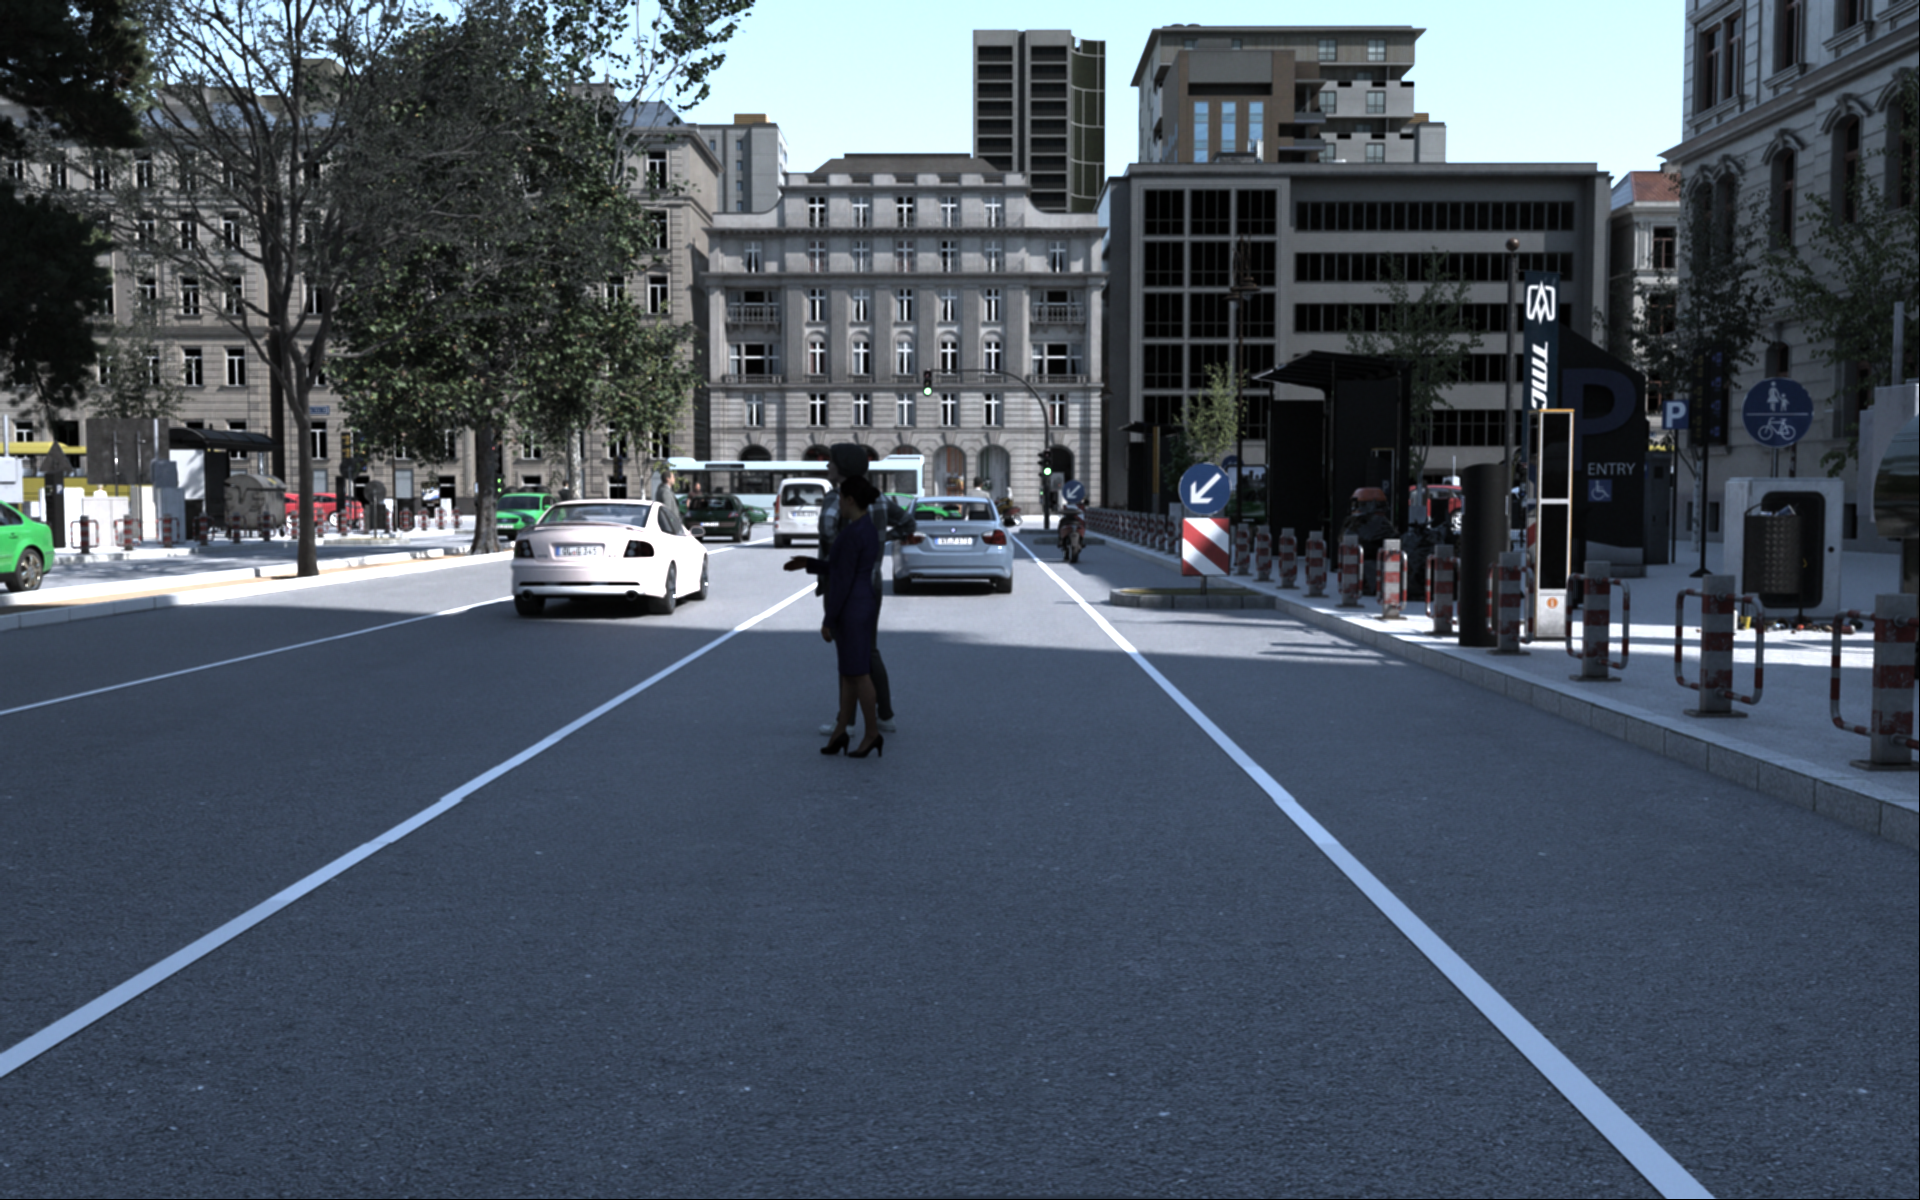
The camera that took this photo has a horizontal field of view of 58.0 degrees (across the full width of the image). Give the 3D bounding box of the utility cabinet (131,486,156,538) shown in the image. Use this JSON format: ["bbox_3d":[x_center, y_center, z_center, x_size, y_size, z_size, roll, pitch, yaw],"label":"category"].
[{"bbox_3d":[-23.238,-2.515,49.806,0.318,1.500,1.173,2,4,24],"label":"utility cabinet"}]

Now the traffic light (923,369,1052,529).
[{"bbox_3d":[1.052,-5.405,63.039,4.771,5.953,1.251,0,4,0],"label":"traffic light"}]

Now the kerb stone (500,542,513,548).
[{"bbox_3d":[-12.057,-1.441,45.756,0.120,0.150,1.000,0,4,0],"label":"kerb stone"}]

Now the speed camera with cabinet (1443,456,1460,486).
[{"bbox_3d":[25.082,-5.876,90.406,0.660,3.252,2.038,-2,4,-35],"label":"speed camera with cabinet"}]

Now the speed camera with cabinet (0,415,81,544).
[{"bbox_3d":[-23.370,-3.030,43.875,2.038,3.252,0.660,-2,4,-34],"label":"speed camera with cabinet"}]

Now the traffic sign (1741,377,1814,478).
[{"bbox_3d":[8.899,-1.153,18.952,0.768,2.556,0.104,0,4,4],"label":"traffic sign"}]

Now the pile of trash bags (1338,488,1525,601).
[{"bbox_3d":[5.792,-0.773,22.384,1.912,1.369,3.447,-1,4,-9],"label":"pile of trash bags"}]

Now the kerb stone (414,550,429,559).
[{"bbox_3d":[-12.097,-1.001,38.560,0.120,0.150,1.000,0,4,0],"label":"kerb stone"}]

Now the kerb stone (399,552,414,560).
[{"bbox_3d":[-12.099,-0.936,37.529,0.120,0.150,1.000,0,4,0],"label":"kerb stone"}]

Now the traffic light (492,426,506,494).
[{"bbox_3d":[-17.066,-4.547,63.264,0.839,4.253,0.868,0,4,0],"label":"traffic light"}]

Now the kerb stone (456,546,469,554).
[{"bbox_3d":[-12.077,-1.188,41.646,0.120,0.150,1.000,0,4,0],"label":"kerb stone"}]

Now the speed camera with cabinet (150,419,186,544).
[{"bbox_3d":[-20.611,-3.103,45.077,0.660,3.252,2.038,-2,4,-31],"label":"speed camera with cabinet"}]

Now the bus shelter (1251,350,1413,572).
[{"bbox_3d":[6.619,-2.454,31.408,1.731,3.624,6.357,0,4,0],"label":"bus shelter"}]

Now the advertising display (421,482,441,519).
[{"bbox_3d":[-27.672,-5.223,90.608,0.974,1.923,0.123,0,4,-2],"label":"advertising display"}]

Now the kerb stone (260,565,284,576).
[{"bbox_3d":[-12.138,-0.497,30.316,0.120,0.150,1.000,0,4,0],"label":"kerb stone"}]

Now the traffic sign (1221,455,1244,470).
[{"bbox_3d":[8.931,-3.468,56.811,0.768,2.556,0.104,0,4,1],"label":"traffic sign"}]

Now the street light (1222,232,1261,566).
[{"bbox_3d":[4.986,-3.550,30.836,0.468,5.910,1.993,0,4,0],"label":"street light"}]

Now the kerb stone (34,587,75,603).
[{"bbox_3d":[-12.180,-0.058,23.137,0.120,0.150,1.000,0,4,0],"label":"kerb stone"}]

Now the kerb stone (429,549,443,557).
[{"bbox_3d":[-12.080,-1.064,39.589,0.120,0.150,1.000,0,4,0],"label":"kerb stone"}]

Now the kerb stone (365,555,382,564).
[{"bbox_3d":[-12.115,-0.811,35.451,0.120,0.150,1.000,0,4,0],"label":"kerb stone"}]

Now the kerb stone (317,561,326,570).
[{"bbox_3d":[-12.136,-0.622,32.371,0.120,0.150,1.000,0,4,0],"label":"kerb stone"}]

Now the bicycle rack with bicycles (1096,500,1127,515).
[{"bbox_3d":[8.956,-5.204,98.473,2.925,0.926,2.852,0,4,-8],"label":"bicycle rack with bicycles"}]

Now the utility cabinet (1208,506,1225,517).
[{"bbox_3d":[5.808,-1.712,39.152,0.306,1.237,1.020,0,4,3],"label":"utility cabinet"}]

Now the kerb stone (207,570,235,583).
[{"bbox_3d":[-12.152,-0.371,28.262,0.120,0.150,1.000,0,4,0],"label":"kerb stone"}]

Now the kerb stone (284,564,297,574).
[{"bbox_3d":[-12.138,-0.558,31.346,0.120,0.150,1.000,0,4,0],"label":"kerb stone"}]

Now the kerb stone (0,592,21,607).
[{"bbox_3d":[-12.184,0.005,22.112,0.120,0.150,1.000,0,4,0],"label":"kerb stone"}]

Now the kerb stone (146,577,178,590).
[{"bbox_3d":[-12.165,-0.246,26.212,0.120,0.150,1.000,0,4,0],"label":"kerb stone"}]

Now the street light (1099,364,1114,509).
[{"bbox_3d":[5.218,-5.451,61.904,0.468,5.910,1.993,0,4,0],"label":"street light"}]

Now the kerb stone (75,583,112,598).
[{"bbox_3d":[-12.175,-0.120,24.162,0.120,0.150,1.000,0,4,0],"label":"kerb stone"}]

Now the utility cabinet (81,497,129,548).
[{"bbox_3d":[-20.520,-1.862,41.599,1.020,1.237,0.306,-2,4,-31],"label":"utility cabinet"}]

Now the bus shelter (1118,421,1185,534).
[{"bbox_3d":[6.491,-4.142,59.013,1.731,3.624,6.357,0,4,0],"label":"bus shelter"}]

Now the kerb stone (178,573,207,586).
[{"bbox_3d":[-12.159,-0.302,27.237,0.120,0.150,1.000,0,4,0],"label":"kerb stone"}]

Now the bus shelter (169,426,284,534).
[{"bbox_3d":[-23.371,-3.708,54.550,2.014,3.302,5.546,0,4,0],"label":"bus shelter"}]

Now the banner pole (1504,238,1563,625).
[{"bbox_3d":[5.604,-1.658,17.126,0.863,3.779,0.401,-2,4,-26],"label":"banner pole"}]

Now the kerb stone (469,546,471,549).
[{"bbox_3d":[-12.077,-1.248,42.671,0.120,0.150,1.000,0,4,0],"label":"kerb stone"}]

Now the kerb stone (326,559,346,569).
[{"bbox_3d":[-12.123,-0.683,33.398,0.120,0.150,1.000,0,4,0],"label":"kerb stone"}]

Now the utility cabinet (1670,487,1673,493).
[{"bbox_3d":[24.044,-2.987,57.517,1.173,1.500,0.318,0,4,-3],"label":"utility cabinet"}]

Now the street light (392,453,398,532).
[{"bbox_3d":[-19.190,-5.251,58.641,0.468,5.910,1.993,0,4,0],"label":"street light"}]

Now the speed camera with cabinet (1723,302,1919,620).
[{"bbox_3d":[8.975,-1.431,17.729,2.038,3.252,0.660,0,3,0],"label":"speed camera with cabinet"}]

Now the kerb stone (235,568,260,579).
[{"bbox_3d":[-12.152,-0.434,29.287,0.120,0.150,1.000,0,4,0],"label":"kerb stone"}]

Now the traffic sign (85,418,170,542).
[{"bbox_3d":[-22.271,-3.211,46.367,2.265,3.308,0.079,0,4,3],"label":"traffic sign"}]

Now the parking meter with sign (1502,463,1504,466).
[{"bbox_3d":[27.510,-5.748,90.238,1.738,3.016,0.543,2,4,31],"label":"parking meter with sign"}]

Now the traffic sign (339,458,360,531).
[{"bbox_3d":[-21.433,-3.717,60.874,0.768,2.556,0.104,0,4,3],"label":"traffic sign"}]

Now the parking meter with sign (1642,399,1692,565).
[{"bbox_3d":[12.593,-2.164,31.646,1.738,3.016,0.543,-2,4,-35],"label":"parking meter with sign"}]

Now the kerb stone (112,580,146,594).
[{"bbox_3d":[-12.169,-0.182,25.187,0.120,0.150,1.000,0,4,0],"label":"kerb stone"}]

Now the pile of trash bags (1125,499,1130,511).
[{"bbox_3d":[10.064,-4.882,89.578,3.447,1.369,1.912,3,5,40],"label":"pile of trash bags"}]

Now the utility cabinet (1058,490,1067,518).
[{"bbox_3d":[5.548,-5.175,93.297,0.318,1.500,1.173,0,4,-6],"label":"utility cabinet"}]

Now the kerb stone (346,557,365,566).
[{"bbox_3d":[-12.115,-0.748,34.425,0.120,0.150,1.000,0,4,0],"label":"kerb stone"}]

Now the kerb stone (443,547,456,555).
[{"bbox_3d":[-12.082,-1.125,40.618,0.120,0.150,1.000,0,4,0],"label":"kerb stone"}]

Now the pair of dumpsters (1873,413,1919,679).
[{"bbox_3d":[7.153,-0.455,9.941,1.574,2.255,4.437,0,4,0],"label":"pair of dumpsters"}]

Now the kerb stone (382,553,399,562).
[{"bbox_3d":[-12.103,-0.875,36.495,0.120,0.150,1.000,0,4,0],"label":"kerb stone"}]

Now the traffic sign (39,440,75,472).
[{"bbox_3d":[-21.723,-2.547,41.645,0.884,2.594,0.081,0,4,3],"label":"traffic sign"}]

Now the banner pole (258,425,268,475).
[{"bbox_3d":[-25.278,-4.458,62.902,0.401,3.779,0.863,0,4,8],"label":"banner pole"}]

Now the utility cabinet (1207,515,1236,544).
[{"bbox_3d":[6.697,-2.185,44.409,0.318,1.500,1.173,-2,4,-35],"label":"utility cabinet"}]
